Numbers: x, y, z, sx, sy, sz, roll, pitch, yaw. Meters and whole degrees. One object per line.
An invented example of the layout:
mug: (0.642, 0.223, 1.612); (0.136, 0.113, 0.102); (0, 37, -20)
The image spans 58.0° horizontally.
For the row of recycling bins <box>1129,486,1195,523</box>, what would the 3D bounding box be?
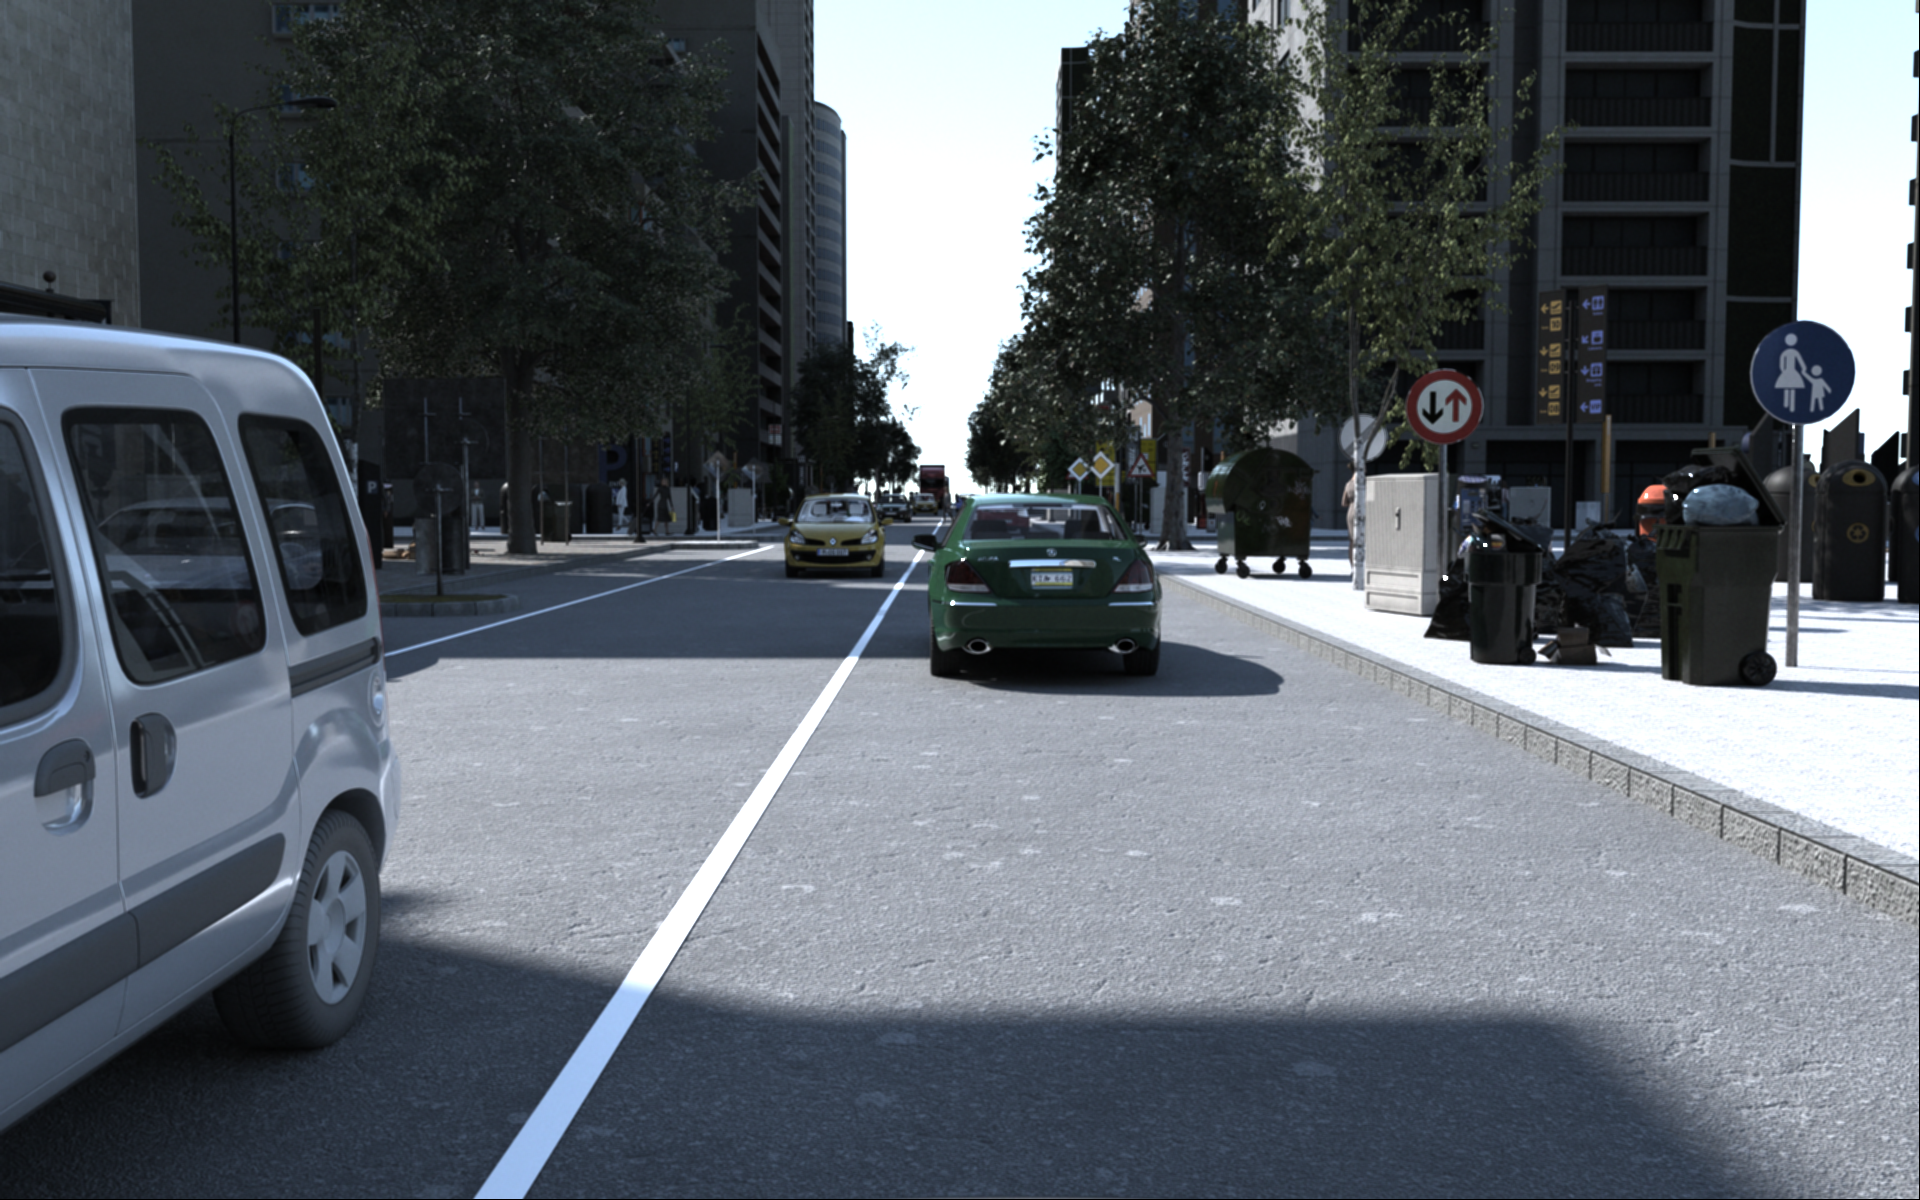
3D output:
row of recycling bins: (8.567, -4.229, 76.265); (3.534, 1.692, 1.069); (1, 4, 12)

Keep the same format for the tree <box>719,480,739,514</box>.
tree: (-15.615, -7.324, 114.348); (1.663, 3.219, 1.824); (0, 3, 0)

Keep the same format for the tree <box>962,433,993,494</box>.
tree: (4.275, -21.547, 270.426); (7.486, 12.596, 7.792); (0, 3, 0)

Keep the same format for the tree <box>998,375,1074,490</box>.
tree: (4.407, -8.824, 94.632); (4.737, 8.622, 4.395); (0, 3, 0)

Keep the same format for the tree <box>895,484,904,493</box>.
tree: (-9.580, -17.031, 273.061); (1.663, 3.219, 1.824); (0, 3, 0)

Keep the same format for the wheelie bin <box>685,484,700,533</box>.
wheelie bin: (-8.938, -2.995, 56.869); (0.693, 1.594, 0.980); (0, 4, 3)

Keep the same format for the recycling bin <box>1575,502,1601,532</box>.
recycling bin: (21.197, -2.792, 58.199); (0.722, 1.027, 0.722); (-1, 4, -13)

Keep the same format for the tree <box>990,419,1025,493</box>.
tree: (4.638, -11.116, 132.107); (4.360, 8.622, 3.978); (0, 3, 0)

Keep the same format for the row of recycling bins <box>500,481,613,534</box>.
row of recycling bins: (-12.987, -2.979, 55.812); (3.534, 1.692, 1.069); (-1, 4, -17)

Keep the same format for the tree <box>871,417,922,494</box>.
tree: (-9.757, -20.630, 254.304); (9.611, 12.733, 9.660); (0, 3, 0)

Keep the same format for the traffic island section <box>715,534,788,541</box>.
traffic island section: (-6.465, -1.945, 54.087); (2.009, 0.180, 2.903); (0, 3, 0)

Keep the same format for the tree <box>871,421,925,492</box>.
tree: (-8.974, -17.488, 220.336); (8.767, 10.594, 7.601); (-2, 4, -24)

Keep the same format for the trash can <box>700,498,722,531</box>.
trash can: (-8.697, -2.989, 60.528); (0.748, 1.137, 0.748); (0, 3, 0)

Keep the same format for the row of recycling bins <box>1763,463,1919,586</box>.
row of recycling bins: (13.528, -1.111, 25.281); (3.534, 1.692, 1.069); (0, 4, 4)

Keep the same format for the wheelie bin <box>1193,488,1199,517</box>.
wheelie bin: (13.022, -5.410, 96.363); (0.980, 1.594, 0.693); (1, 4, 9)

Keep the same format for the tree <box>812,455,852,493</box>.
tree: (-9.416, -8.626, 124.754); (4.285, 4.588, 4.351); (0, 3, 0)

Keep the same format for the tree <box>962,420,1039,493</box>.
tree: (4.423, -12.991, 146.810); (7.601, 10.594, 8.767); (2, 4, 32)

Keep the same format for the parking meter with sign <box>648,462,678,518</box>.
parking meter with sign: (-16.220, -5.984, 94.103); (1.738, 3.016, 0.543); (1, 4, 13)

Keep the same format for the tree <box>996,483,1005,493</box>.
tree: (5.076, -14.047, 224.268); (1.663, 3.219, 1.824); (0, 3, 0)

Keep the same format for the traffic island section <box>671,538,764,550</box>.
traffic island section: (-6.464, -1.457, 46.102); (2.009, 0.180, 2.903); (0, 3, 0)

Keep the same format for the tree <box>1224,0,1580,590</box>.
tree: (5.515, -4.426, 22.723); (4.737, 8.622, 4.395); (0, 3, 0)

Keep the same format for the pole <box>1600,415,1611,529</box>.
pole: (16.630, -3.105, 44.612); (0.158, 3.312, 0.155); (0, 3, 0)

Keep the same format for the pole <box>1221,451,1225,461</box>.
pole: (12.475, -5.404, 82.196); (0.158, 3.312, 0.155); (0, 3, 0)

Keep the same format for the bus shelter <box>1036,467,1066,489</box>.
bus shelter: (5.911, -7.178, 111.289); (2.014, 3.302, 5.546); (0, 3, 0)

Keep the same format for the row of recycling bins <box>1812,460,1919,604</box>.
row of recycling bins: (11.727, -0.789, 20.014); (1.069, 1.692, 3.534); (-3, 5, -44)

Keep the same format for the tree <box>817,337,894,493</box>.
tree: (-9.491, -14.254, 139.708); (9.857, 13.997, 8.962); (0, 3, 0)

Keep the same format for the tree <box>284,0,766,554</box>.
tree: (-9.331, -7.965, 36.877); (9.857, 13.997, 8.962); (0, 3, 0)

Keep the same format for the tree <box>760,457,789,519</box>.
tree: (-9.617, -5.812, 89.621); (1.663, 3.219, 1.824); (0, 3, 0)

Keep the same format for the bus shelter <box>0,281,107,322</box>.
bus shelter: (-10.382, -2.257, 14.540); (2.179, 5.291, 8.768); (0, 3, 0)

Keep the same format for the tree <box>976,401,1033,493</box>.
tree: (5.160, -14.952, 170.213); (9.928, 11.665, 9.643); (0, 3, 0)

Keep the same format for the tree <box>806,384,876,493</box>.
tree: (-8.518, -10.086, 115.268); (4.737, 8.622, 4.395); (0, 3, 0)

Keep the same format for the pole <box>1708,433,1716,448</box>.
pole: (24.926, -3.893, 57.494); (0.158, 3.312, 0.155); (0, 3, 0)

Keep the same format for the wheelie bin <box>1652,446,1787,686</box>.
wheelie bin: (5.130, -0.236, 11.759); (0.693, 1.594, 0.980); (0, 4, -3)

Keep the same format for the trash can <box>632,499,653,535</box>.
trash can: (-10.027, -2.636, 54.760); (0.748, 1.137, 0.748); (0, 3, 0)

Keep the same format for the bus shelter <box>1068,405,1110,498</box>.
bus shelter: (5.645, -5.963, 75.122); (2.179, 5.291, 8.768); (0, 4, 0)

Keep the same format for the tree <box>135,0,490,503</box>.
tree: (-8.903, -4.535, 24.513); (4.737, 8.622, 4.395); (0, 3, 0)

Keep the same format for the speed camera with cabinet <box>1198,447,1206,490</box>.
speed camera with cabinet: (10.562, -4.805, 72.896); (0.660, 3.252, 2.038); (0, 4, -6)

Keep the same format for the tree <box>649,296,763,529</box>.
tree: (-8.990, -6.887, 62.962); (4.737, 8.622, 4.395); (0, 3, 0)

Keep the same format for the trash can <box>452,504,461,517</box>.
trash can: (-13.525, -2.125, 46.398); (0.748, 1.137, 0.748); (0, 3, 0)

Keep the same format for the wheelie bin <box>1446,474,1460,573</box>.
wheelie bin: (7.466, -1.174, 27.109); (0.980, 1.594, 0.693); (2, 4, 34)

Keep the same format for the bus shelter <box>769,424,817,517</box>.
bus shelter: (-9.933, -7.638, 102.515); (2.179, 5.291, 8.768); (0, 3, 0)

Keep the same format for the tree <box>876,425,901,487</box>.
tree: (-8.555, -12.771, 159.175); (4.737, 8.622, 4.395); (0, 3, 0)

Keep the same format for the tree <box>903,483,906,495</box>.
tree: (-9.109, -20.194, 280.526); (4.737, 8.622, 4.395); (0, 3, 0)

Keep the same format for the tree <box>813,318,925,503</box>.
tree: (-9.974, -20.415, 189.671); (12.611, 20.169, 13.585); (0, 3, 0)

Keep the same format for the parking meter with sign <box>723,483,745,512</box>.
parking meter with sign: (-16.155, -7.818, 124.083); (1.738, 3.016, 0.543); (2, 4, 23)

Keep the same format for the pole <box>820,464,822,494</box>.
pole: (-9.478, -7.606, 118.206); (0.158, 3.312, 0.155); (0, 3, 0)

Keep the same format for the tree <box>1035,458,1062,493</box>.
tree: (4.115, -5.456, 83.815); (1.663, 3.219, 1.824); (0, 3, 0)

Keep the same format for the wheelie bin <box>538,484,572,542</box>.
wheelie bin: (-10.888, -2.359, 46.473); (0.693, 1.594, 0.980); (3, 4, 36)

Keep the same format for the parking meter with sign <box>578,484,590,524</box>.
parking meter with sign: (-16.203, -4.834, 75.297); (1.738, 3.016, 0.543); (-2, 4, -29)

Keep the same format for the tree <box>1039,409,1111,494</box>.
tree: (4.588, -5.113, 67.310); (4.285, 4.588, 4.351); (0, 3, 0)

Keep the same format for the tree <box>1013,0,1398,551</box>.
tree: (4.990, -7.470, 39.140); (9.611, 12.733, 9.660); (0, 3, 0)

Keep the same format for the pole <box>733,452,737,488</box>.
pole: (-10.940, -5.533, 84.314); (0.158, 3.312, 0.155); (0, 3, 0)
